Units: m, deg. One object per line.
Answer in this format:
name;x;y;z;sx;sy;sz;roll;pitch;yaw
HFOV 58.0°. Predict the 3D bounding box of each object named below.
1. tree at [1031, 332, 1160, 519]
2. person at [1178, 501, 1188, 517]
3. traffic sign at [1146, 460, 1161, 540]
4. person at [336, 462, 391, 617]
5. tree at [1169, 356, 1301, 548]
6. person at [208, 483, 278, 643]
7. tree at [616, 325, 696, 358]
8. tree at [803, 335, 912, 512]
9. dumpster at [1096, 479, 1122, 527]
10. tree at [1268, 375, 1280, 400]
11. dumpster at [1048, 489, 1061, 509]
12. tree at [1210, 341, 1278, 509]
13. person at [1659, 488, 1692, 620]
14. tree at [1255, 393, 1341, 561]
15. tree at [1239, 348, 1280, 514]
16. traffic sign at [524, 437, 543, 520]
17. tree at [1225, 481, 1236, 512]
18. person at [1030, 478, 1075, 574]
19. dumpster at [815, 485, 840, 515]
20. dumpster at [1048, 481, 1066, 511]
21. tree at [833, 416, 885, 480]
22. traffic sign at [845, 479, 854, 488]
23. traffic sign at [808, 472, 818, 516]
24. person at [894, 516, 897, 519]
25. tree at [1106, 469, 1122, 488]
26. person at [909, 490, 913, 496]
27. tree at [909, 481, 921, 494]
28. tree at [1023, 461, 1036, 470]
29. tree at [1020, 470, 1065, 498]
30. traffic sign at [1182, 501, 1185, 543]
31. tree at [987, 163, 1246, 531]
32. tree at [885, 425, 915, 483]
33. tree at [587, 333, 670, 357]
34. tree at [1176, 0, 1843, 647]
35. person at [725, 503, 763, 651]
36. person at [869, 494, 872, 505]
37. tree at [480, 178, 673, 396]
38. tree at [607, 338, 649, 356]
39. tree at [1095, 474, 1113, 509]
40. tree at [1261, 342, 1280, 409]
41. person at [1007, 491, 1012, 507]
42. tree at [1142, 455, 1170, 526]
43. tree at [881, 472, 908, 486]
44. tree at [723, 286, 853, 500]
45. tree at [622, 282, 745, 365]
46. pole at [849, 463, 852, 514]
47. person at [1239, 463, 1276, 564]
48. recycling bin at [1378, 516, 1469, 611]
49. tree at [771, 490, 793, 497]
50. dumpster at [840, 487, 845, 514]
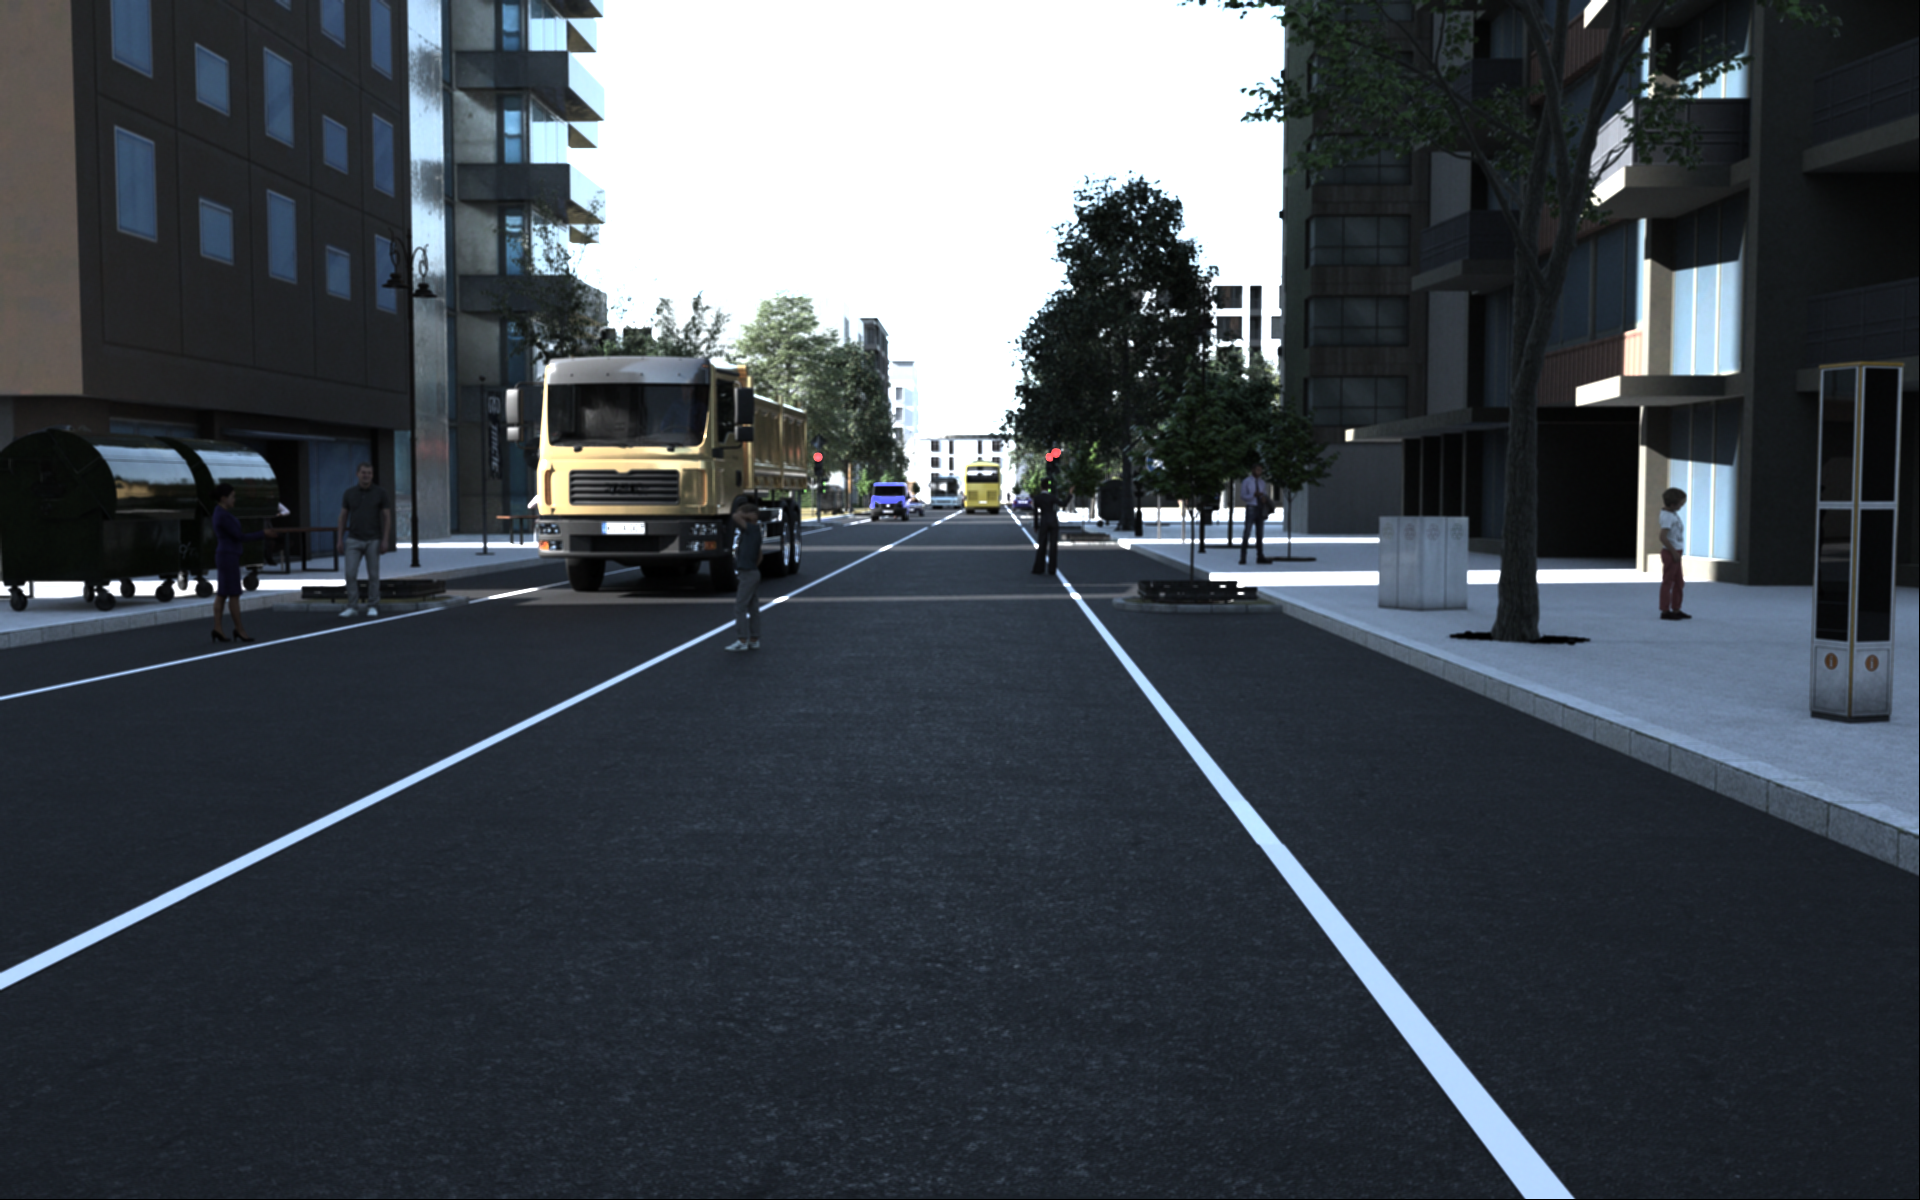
tree;7.386;-10.002;97.942;8.767;10.594;7.601;1;4;9
person;12.271;-5.443;95.159;0.598;1.807;0.434;3;5;44
traffic sign;5.549;-2.941;48.186;0.768;2.556;0.104;0;4;2
person;-6.996;-0.713;20.283;0.598;1.807;0.434;0;4;5
tree;6.504;-3.530;41.431;4.285;4.588;4.351;0;3;0
person;-6.988;-0.363;16.813;0.453;1.535;0.546;3;4;39
tree;-23.409;-13.777;131.915;9.857;13.997;8.962;0;3;0
tree;-8.191;-12.714;124.884;9.611;12.733;9.660;0;3;0
dumpster;5.978;-3.787;67.678;1.264;1.857;1.865;0;4;1
tree;19.369;-9.088;98.946;4.360;8.622;3.978;0;3;0
dumpster;7.691;-8.318;141.765;1.264;1.857;1.865;0;4;1
tree;22.023;-14.578;145.011;9.857;13.997;8.962;0;3;0
person;7.324;-0.474;17.708;0.340;1.345;0.435;1;4;21
tree;6.504;-2.374;33.415;1.663;3.219;1.824;0;3;0
tree;19.776;-10.797;110.941;7.601;10.594;8.767;0;4;-8
traffic sign;-9.322;-2.348;38.503;0.768;2.556;0.104;0;4;4
tree;19.648;-10.639;124.304;4.737;8.622;4.395;0;3;0
person;1.677;-1.340;31.206;0.742;1.727;0.445;-1;4;-17
dumpster;-8.187;-6.123;105.865;1.264;1.857;1.865;0;4;1
dumpster;7.221;-7.679;128.053;1.502;2.255;1.985;0;4;1
tree;-8.802;-11.325;135.526;4.737;8.622;4.395;0;3;0
traffic sign;-7.573;-7.135;118.784;0.606;2.300;0.079;0;4;4
traffic sign;-8.462;-6.082;99.548;0.768;2.556;0.104;0;4;5
person;-3.831;-5.412;100.221;0.697;1.427;0.421;1;4;13
tree;11.817;-11.290;134.955;4.737;8.622;4.395;0;3;0
person;-5.707;-11.926;201.694;0.551;1.740;0.621;2;4;31
tree;-5.807;-14.090;224.969;1.663;3.219;1.824;0;3;0
tree;9.838;-16.358;217.810;4.360;8.622;3.978;0;3;0
tree;8.756;-12.183;182.900;4.285;4.588;4.351;0;3;0
traffic sign;5.861;-2.767;45.347;0.768;2.556;0.104;0;4;8
tree;5.756;-8.766;60.332;9.611;12.733;9.660;0;3;0
tree;-6.727;-14.303;184.215;4.737;8.622;4.395;0;3;0
tree;-21.253;-11.452;112.995;9.928;11.665;9.643;0;3;0
tree;5.047;-5.445;14.789;9.928;11.665;9.643;0;3;0
person;-1.997;-0.220;16.006;0.340;1.345;0.435;0;4;-4
person;-10.132;-11.696;198.080;0.445;1.727;0.742;3;4;38
tree;-9.162;-5.564;41.336;4.360;8.622;3.978;0;3;0
tree;-20.647;-10.344;103.540;8.767;10.594;7.601;-3;5;-43
tree;11.661;-12.071;147.715;4.360;8.622;3.978;0;3;0
tree;16.224;-8.113;83.015;4.737;8.622;4.395;0;3;0
person;5.518;-11.214;192.295;0.568;1.767;0.683;3;4;36
tree;7.997;-4.643;70.515;1.663;3.219;1.824;0;3;0
tree;-7.405;-12.967;195.727;4.285;4.588;4.351;0;3;0
tree;-9.647;-10.819;95.022;7.486;12.596;7.792;0;3;0
tree;-9.588;-6.676;59.520;4.737;8.622;4.395;0;3;0
pole;-7.226;-7.351;114.024;0.158;3.312;0.155;0;3;0
person;5.440;-1.570;31.576;0.709;1.838;0.599;-2;4;-27
recycling bin;5.201;-0.422;19.452;0.722;1.027;0.722;-2;4;-27
tree;-8.803;-5.652;87.009;1.663;3.219;1.824;0;3;0
dumpster;-8.081;-6.430;110.884;1.264;1.857;1.865;0;4;1
